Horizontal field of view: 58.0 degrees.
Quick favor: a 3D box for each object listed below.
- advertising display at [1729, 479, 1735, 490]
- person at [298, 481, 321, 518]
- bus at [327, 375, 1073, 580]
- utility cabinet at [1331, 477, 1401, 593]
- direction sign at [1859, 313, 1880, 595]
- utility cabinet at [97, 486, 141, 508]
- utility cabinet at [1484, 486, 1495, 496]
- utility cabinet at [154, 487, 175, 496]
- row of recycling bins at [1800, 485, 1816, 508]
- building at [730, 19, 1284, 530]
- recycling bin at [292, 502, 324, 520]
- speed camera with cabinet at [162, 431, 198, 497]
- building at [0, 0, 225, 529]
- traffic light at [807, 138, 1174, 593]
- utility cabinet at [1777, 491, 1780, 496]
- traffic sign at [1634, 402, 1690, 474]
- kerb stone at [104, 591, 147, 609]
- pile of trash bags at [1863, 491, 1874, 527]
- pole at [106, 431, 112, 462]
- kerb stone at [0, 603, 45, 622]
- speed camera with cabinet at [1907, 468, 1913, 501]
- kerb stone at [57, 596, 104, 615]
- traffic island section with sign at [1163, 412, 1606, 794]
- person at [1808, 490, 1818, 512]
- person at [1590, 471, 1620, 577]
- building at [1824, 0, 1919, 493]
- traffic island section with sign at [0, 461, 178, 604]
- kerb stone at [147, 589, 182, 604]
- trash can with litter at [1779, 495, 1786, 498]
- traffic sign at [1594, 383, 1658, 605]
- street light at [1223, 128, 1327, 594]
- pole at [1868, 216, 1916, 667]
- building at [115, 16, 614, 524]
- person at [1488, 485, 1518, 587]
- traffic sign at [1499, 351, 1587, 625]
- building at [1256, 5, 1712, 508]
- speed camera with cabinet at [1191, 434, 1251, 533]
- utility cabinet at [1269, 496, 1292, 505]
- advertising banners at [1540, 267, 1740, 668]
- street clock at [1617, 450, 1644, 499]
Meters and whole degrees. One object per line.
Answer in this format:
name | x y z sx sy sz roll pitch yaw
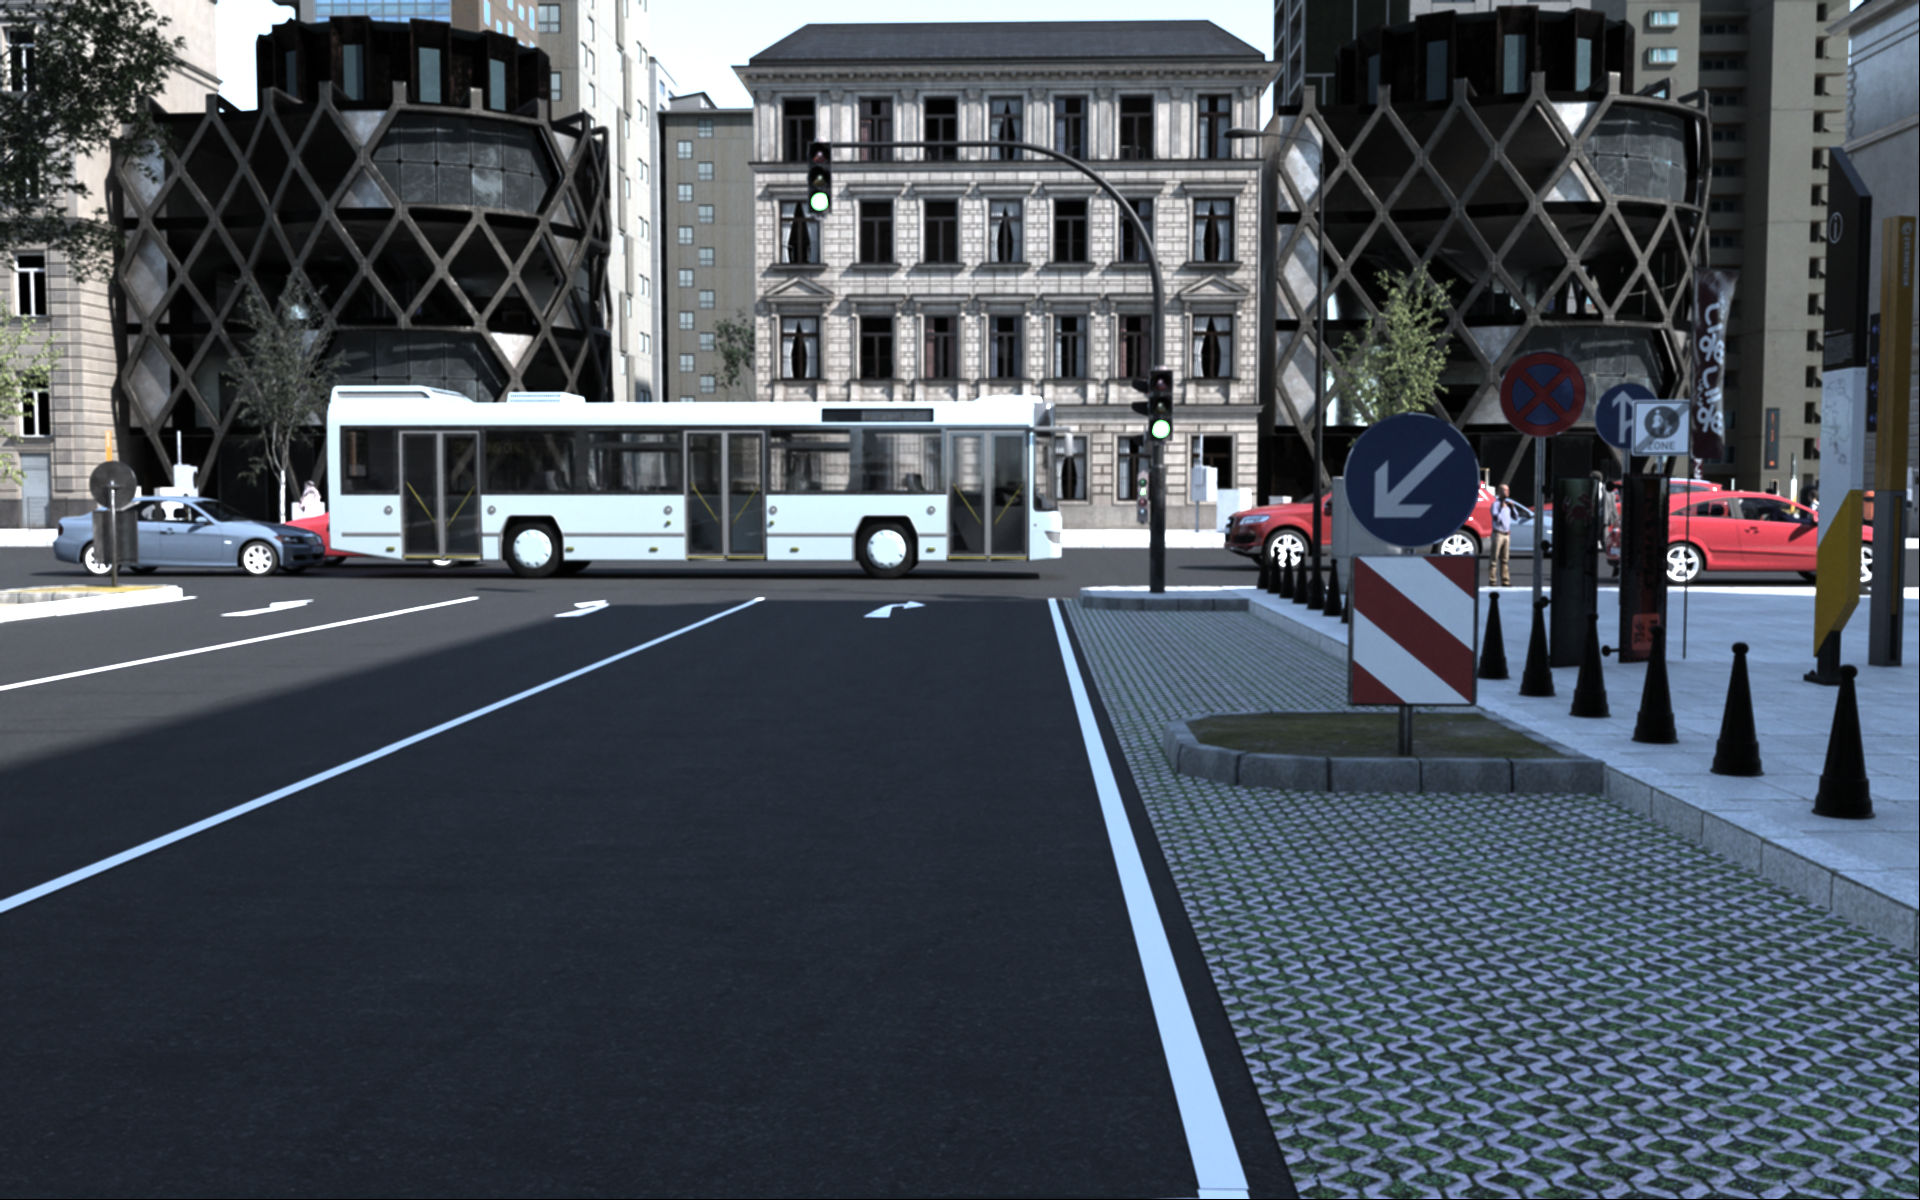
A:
advertising display | 32.424 -4.134 72.808 0.123 1.923 0.974 2 4 31
person | -15.535 -1.971 41.402 0.621 1.740 0.551 0 4 4
bus | -4.003 -2.162 30.209 13.247 3.499 2.948 0 4 2
utility cabinet | 5.348 -0.845 22.500 1.173 1.500 0.318 -2 4 -35
direction sign | 11.470 -1.836 22.020 0.379 3.537 0.876 0 4 -7
utility cabinet | -24.206 -2.520 49.874 1.173 1.500 0.318 0 4 7
utility cabinet | 14.734 -2.485 49.304 0.318 1.500 1.173 -1 4 -21
utility cabinet | -26.255 -2.998 57.694 0.318 1.500 1.173 1 4 22
row of recycling bins | 38.136 -4.150 74.967 1.069 1.692 3.534 -3 5 -39
building | 1.774 -12.313 65.948 19.286 19.102 10.561 0 4 2
recycling bin | -19.766 -2.445 52.536 0.722 1.027 0.722 0 4 6
speed camera with cabinet | -24.174 -3.632 53.718 0.660 3.252 2.038 -1 4 -10
building | -43.485 -16.554 67.917 25.104 27.353 12.463 0 4 2
traffic light | 0.444 -2.916 22.344 4.771 5.953 1.251 0 4 2
utility cabinet | 47.626 -5.673 101.428 0.318 1.500 1.173 0 4 6
traffic sign | 7.618 -1.024 18.873 0.606 2.300 0.079 1 4 10
kerb stone | -10.674 0.013 21.990 0.120 0.150 1.000 0 4 2
pile of trash bags | 30.339 -2.866 56.614 3.447 1.369 1.912 -3 5 -42
pole | -27.508 -3.805 56.047 0.158 3.312 0.155 0 3 0
kerb stone | -10.761 0.138 19.934 0.120 0.150 1.000 0 4 2
speed camera with cabinet | 32.682 -4.004 59.801 0.660 3.252 2.038 2 4 33
kerb stone | -10.714 0.077 20.965 0.120 0.150 1.000 0 4 2
traffic island section with sign | 2.116 -0.035 9.200 1.989 1.847 2.006 0 4 2
person | 16.173 -1.329 32.829 0.523 1.515 0.503 1 4 11
person | 11.098 -1.309 30.011 0.679 1.850 0.850 -2 4 -29
building | 44.779 -14.433 64.854 19.941 23.489 11.050 0 4 2
traffic island section with sign | -11.679 -0.925 23.263 2.006 1.907 1.989 0 4 2
kerb stone | -10.641 -0.050 23.015 0.120 0.150 1.000 0 4 2
trash can with litter | 50.813 -5.821 106.226 2.233 1.210 1.678 1 4 10
traffic sign | 7.667 -1.215 19.967 0.768 2.556 0.104 0 4 3
street light | 4.040 -3.032 22.117 1.470 5.913 1.316 0 4 2
pole | 6.916 -1.163 12.851 0.158 3.312 0.155 0 3 0
building | -22.335 -12.381 69.888 16.811 18.784 16.820 0 4 2
person | 8.104 -0.934 25.838 0.516 1.574 0.319 -2 4 -30
traffic sign | 5.204 -0.945 15.556 0.768 2.556 0.104 0 4 4
building | 20.063 -12.298 68.523 16.811 18.784 16.820 0 4 2
speed camera with cabinet | 8.551 -3.817 56.749 0.660 3.252 2.038 -3 5 -44
utility cabinet | 9.569 -2.483 51.760 0.306 1.237 1.020 -1 4 -13
advertising banners | 5.195 -1.038 13.154 2.074 3.025 0.090 -2 4 -29
street clock | 8.223 -1.017 21.200 0.358 2.002 0.471 2 4 25
